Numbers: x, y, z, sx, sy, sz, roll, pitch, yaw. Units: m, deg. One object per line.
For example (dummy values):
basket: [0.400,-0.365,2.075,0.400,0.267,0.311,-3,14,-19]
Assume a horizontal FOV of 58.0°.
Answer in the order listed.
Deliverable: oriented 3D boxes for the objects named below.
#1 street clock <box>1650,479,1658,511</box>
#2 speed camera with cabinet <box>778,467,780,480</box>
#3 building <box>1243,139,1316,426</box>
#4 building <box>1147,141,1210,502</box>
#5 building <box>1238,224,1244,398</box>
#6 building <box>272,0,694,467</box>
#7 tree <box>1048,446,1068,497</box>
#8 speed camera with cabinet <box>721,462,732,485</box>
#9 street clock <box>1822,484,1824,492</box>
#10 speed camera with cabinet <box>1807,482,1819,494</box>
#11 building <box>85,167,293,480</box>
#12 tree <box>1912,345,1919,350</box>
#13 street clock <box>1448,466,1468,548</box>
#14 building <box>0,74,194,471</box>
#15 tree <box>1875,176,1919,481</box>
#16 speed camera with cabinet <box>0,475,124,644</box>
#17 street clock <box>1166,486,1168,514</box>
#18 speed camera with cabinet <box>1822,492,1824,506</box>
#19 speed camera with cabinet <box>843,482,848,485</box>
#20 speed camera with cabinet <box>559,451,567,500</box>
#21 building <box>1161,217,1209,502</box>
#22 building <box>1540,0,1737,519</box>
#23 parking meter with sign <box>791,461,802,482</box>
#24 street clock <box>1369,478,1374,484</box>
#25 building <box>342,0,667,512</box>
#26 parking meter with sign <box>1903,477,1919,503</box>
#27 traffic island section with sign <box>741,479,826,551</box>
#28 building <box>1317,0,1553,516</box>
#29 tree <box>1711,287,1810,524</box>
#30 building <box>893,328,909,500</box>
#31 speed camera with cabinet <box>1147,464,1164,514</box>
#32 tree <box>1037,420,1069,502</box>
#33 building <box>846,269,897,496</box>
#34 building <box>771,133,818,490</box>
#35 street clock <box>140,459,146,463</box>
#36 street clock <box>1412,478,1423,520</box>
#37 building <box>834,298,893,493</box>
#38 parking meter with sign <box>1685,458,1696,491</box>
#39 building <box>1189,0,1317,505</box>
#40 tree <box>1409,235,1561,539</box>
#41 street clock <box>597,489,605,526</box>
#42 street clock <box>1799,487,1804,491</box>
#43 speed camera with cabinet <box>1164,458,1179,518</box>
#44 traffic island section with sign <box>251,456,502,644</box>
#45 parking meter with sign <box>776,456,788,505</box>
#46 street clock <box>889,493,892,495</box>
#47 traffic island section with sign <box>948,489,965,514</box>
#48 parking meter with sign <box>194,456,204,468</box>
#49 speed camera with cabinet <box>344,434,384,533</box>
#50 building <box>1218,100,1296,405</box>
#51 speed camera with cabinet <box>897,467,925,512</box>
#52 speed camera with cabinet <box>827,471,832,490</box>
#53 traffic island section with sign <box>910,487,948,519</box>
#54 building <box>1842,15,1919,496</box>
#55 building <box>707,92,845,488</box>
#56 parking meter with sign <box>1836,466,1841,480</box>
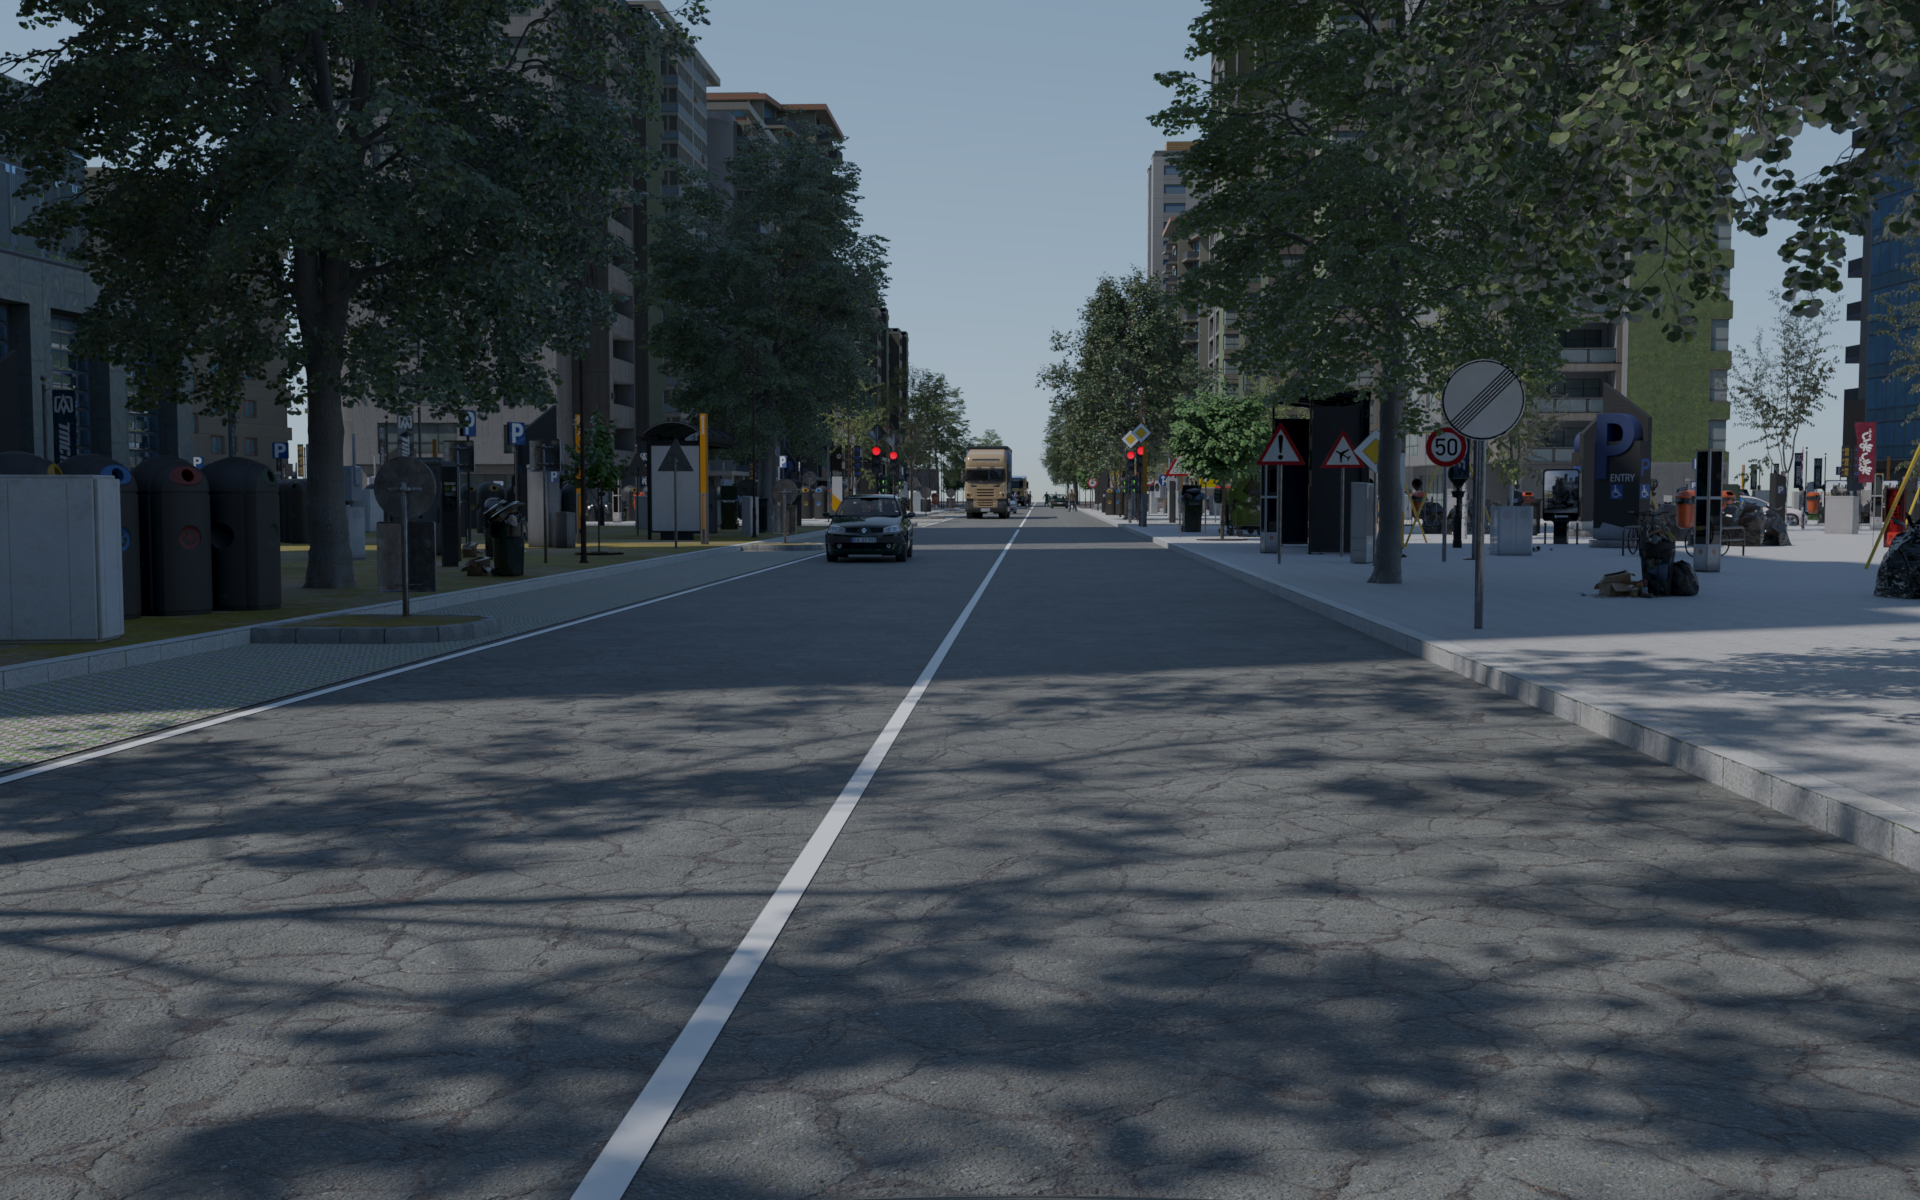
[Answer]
street clock: [32.541,-4.699,81.396,0.471,2.002,0.358,-2,4,-25]
speed camera with cabinet: [-12.311,-7.981,124.822,2.038,3.252,0.660,1,4,14]
building: [31.666,-22.729,143.315,14.160,30.474,14.107,0,4,3]
building: [42.341,-46.042,294.790,21.231,58.520,28.212,0,4,3]
building: [34.131,-24.332,169.527,14.160,30.474,14.107,0,4,3]
building: [-32.726,-27.018,133.618,32.217,40.220,23.993,0,4,3]
tree: [18.621,-22.779,298.190,9.928,11.665,9.643,0,3,0]
speed camera with cabinet: [-14.230,-6.887,106.943,0.660,3.252,2.038,-1,4,-23]
street clock: [62.755,-7.410,125.722,0.471,2.002,0.358,-2,4,-35]
speed camera with cabinet: [63.095,-8.183,128.129,0.660,3.252,2.038,2,4,34]
building: [-61.606,-16.037,107.245,28.899,21.520,27.650,0,4,3]
tree: [31.879,-8.077,50.194,7.486,12.596,7.792,0,3,0]
street clock: [11.855,-2.242,41.235,0.471,2.002,0.358,0,4,6]
building: [-41.118,-44.721,43.855,31.000,86.520,22.319,0,4,3]
tree: [21.606,-5.319,37.332,4.360,8.622,3.978,0,3,0]
speed camera with cabinet: [-8.425,-1.262,14.965,2.038,3.252,0.660,0,4,-7]
street clock: [13.499,-6.570,111.989,0.358,2.002,0.471,2,4,35]
speed camera with cabinet: [60.601,-7.646,119.352,0.660,3.252,2.038,-3,5,-45]
speed camera with cabinet: [-8.330,-8.830,138.709,2.038,3.252,0.660,-1,4,-18]
speed camera with cabinet: [-16.350,-4.545,68.638,2.038,3.252,0.660,0,4,0]
building: [42.456,-37.430,266.608,22.147,44.769,28.867,0,4,3]
building: [32.255,-25.073,93.540,14.086,41.232,14.154,0,4,3]
parking meter with sign: [-9.325,-5.866,92.175,1.738,3.016,0.543,-1,4,-12]
street clock: [18.466,-4.511,78.330,0.471,2.002,0.358,1,4,15]
building: [-25.087,-19.945,97.803,14.160,30.474,14.107,0,4,3]
parking meter with sign: [69.681,-7.982,126.771,1.738,3.016,0.543,0,4,-8]
traffic island section with sign: [-4.483,-2.183,44.321,1.989,1.847,2.006,0,4,3]
building: [31.730,-26.747,120.904,14.154,41.232,14.086,0,4,3]
tree: [28.408,-6.685,59.667,4.360,8.622,3.978,0,3,0]
building: [-16.246,-32.067,295.989,14.160,30.474,14.107,0,4,3]
speed camera with cabinet: [12.766,-7.289,113.512,0.660,3.252,2.038,-2,4,-27]
tree: [17.705,-22.843,283.852,12.009,13.543,11.850,0,3,0]
building: [-26.074,-35.794,277.114,32.217,40.220,23.993,0,4,3]
building: [-30.328,-28.937,165.006,32.217,40.220,23.993,0,4,3]
street clock: [-16.571,-1.894,35.536,0.358,2.002,0.471,2,4,24]
street clock: [21.020,-4.593,79.661,0.471,2.002,0.358,2,4,27]
building: [-18.110,-29.743,258.005,14.160,30.474,14.107,0,4,3]
parking meter with sign: [35.840,-5.415,84.791,0.543,3.016,1.738,0,4,5]
building: [37.888,-46.605,200.244,20.563,71.187,20.611,0,4,3]
tree: [14.425,-6.030,48.955,4.737,8.622,4.395,0,3,0]
street clock: [-14.536,-4.017,70.241,0.358,2.002,0.471,-2,4,-24]
street clock: [71.985,-8.789,148.265,0.358,2.002,0.471,0,4,2]
speed camera with cabinet: [11.650,-6.139,94.707,0.660,3.252,2.038,0,4,5]
traffic island section with sign: [-5.738,-0.536,17.395,1.989,1.847,2.006,0,4,3]
parking meter with sign: [-8.613,-5.006,78.103,1.738,3.016,0.543,-3,5,-43]
street clock: [-4.371,-6.381,108.892,0.358,2.002,0.471,0,4,-7]
traffic island section with sign: [-0.626,-7.226,126.777,1.989,1.847,2.006,0,4,3]
parking meter with sign: [-35.406,-5.191,81.126,0.543,3.016,1.738,0,4,-5]
speed camera with cabinet: [-19.889,-3.858,57.415,0.660,3.252,2.038,1,4,10]
building: [34.317,-30.562,183.276,14.154,41.232,14.086,0,4,3]
speed camera with cabinet: [-3.594,-8.146,127.525,2.038,3.252,0.660,-1,4,-16]
speed camera with cabinet: [-11.475,-9.552,150.515,0.660,3.252,2.038,2,4,27]
traffic island section with sign: [-1.900,-5.548,99.334,1.989,1.847,2.006,0,4,3]
building: [58.817,-27.139,93.838,14.200,45.320,14.600,0,4,3]
building: [-24.587,-32.835,191.470,22.147,44.769,28.867,0,4,3]
parking meter with sign: [55.502,-6.864,108.482,0.543,3.016,1.738,0,4,2]
